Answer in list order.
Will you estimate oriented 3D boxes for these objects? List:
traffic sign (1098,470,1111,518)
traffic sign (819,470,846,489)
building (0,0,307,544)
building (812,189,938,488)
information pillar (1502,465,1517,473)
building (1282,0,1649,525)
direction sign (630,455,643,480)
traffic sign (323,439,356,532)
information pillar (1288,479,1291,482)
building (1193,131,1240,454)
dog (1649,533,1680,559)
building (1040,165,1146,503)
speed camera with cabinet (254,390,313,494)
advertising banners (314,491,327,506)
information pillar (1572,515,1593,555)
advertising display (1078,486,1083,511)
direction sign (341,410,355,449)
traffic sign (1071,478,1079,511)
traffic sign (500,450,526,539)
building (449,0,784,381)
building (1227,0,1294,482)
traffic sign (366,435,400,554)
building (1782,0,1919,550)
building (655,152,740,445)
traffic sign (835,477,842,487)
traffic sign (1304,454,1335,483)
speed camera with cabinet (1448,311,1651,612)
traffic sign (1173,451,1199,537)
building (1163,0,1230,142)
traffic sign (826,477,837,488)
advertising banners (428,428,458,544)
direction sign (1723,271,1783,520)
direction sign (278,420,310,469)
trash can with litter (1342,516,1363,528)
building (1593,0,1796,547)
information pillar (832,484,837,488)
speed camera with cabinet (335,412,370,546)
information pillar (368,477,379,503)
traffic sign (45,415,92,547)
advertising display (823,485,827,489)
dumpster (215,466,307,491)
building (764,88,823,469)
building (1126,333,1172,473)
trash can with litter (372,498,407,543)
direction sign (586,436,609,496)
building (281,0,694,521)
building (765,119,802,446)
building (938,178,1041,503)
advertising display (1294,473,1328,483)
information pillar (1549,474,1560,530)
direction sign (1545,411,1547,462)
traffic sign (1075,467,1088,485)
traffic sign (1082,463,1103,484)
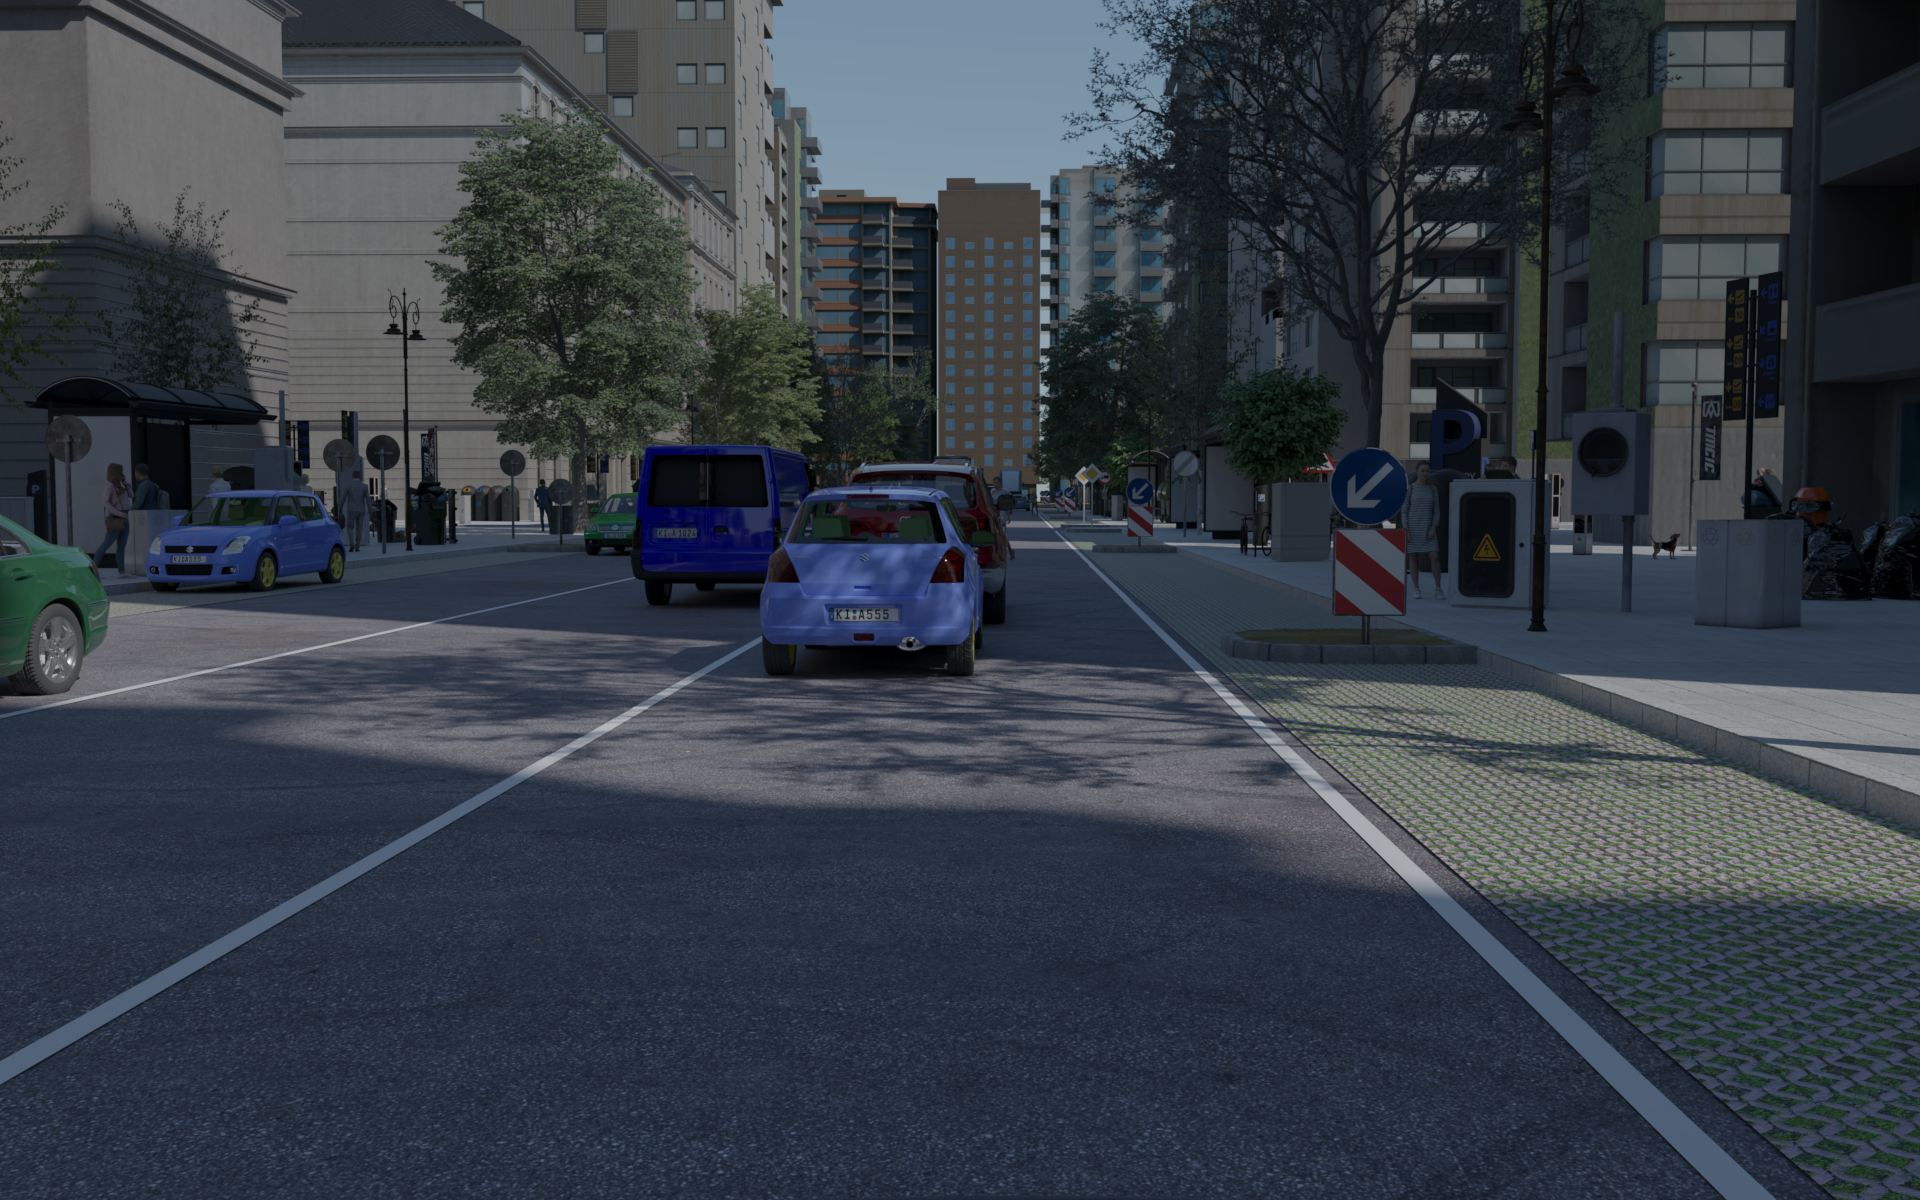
[{"bbox_3d":[7.662,-5.595,91.579,0.768,2.556,0.104,0,4,8],"label":"traffic sign"},{"bbox_3d":[-10.638,-9.209,144.433,2.265,3.308,0.079,0,4,8],"label":"traffic sign"},{"bbox_3d":[-33.363,-12.737,50.052,24.055,21.916,13.314,0,4,2],"label":"building"},{"bbox_3d":[-17.548,-36.521,251.750,28.867,44.769,22.147,0,4,2],"label":"building"},{"bbox_3d":[14.025,-2.433,44.276,0.304,2.012,0.304,0,4,2],"label":"information pillar"},{"bbox_3d":[23.934,-24.551,85.004,14.086,41.232,14.154,0,4,2],"label":"building"},{"bbox_3d":[-18.476,-6.558,99.217,0.876,3.537,0.379,1,4,18],"label":"direction sign"},{"bbox_3d":[-14.307,-2.436,39.929,0.768,2.556,0.104,0,4,3],"label":"traffic sign"},{"bbox_3d":[8.905,-2.633,47.544,0.304,2.012,0.304,0,4,7],"label":"information pillar"},{"bbox_3d":[25.771,-22.550,140.400,14.160,30.474,14.107,0,4,2],"label":"building"},{"bbox_3d":[13.893,-1.060,34.157,0.540,0.507,0.406,-3,5,-44],"label":"dog"},{"bbox_3d":[26.873,-38.625,251.126,30.456,49.044,23.786,0,4,2],"label":"building"},{"bbox_3d":[-13.188,-2.412,33.771,0.660,3.252,2.038,0,4,-6],"label":"speed camera with cabinet"},{"bbox_3d":[-51.457,-8.805,140.145,2.074,3.025,0.090,0,4,0],"label":"advertising banners"},{"bbox_3d":[13.088,-1.949,36.358,0.304,2.012,0.304,-3,5,-43],"label":"information pillar"},{"bbox_3d":[9.423,-7.949,135.175,0.123,1.923,0.974,-1,4,-20],"label":"advertising display"},{"bbox_3d":[-16.614,-3.373,47.145,0.379,3.537,0.876,0,4,3],"label":"direction sign"},{"bbox_3d":[8.988,-8.189,133.990,0.768,2.556,0.104,0,4,5],"label":"traffic sign"},{"bbox_3d":[-12.823,-3.030,49.644,0.768,2.556,0.104,0,4,5],"label":"traffic sign"},{"bbox_3d":[-32.237,-35.055,162.395,28.713,52.752,27.495,0,4,2],"label":"building"},{"bbox_3d":[32.255,-31.896,110.744,28.713,52.752,27.495,0,4,2],"label":"building"},{"bbox_3d":[-12.373,-2.265,37.141,0.768,2.556,0.104,0,4,6],"label":"traffic sign"},{"bbox_3d":[23.435,-23.960,15.444,21.300,48.544,21.600,0,4,2],"label":"building"},{"bbox_3d":[-25.499,-21.455,136.700,13.634,28.700,20.117,0,4,2],"label":"building"},{"bbox_3d":[-9.396,-8.054,131.792,0.768,2.556,0.104,1,4,11],"label":"traffic sign"},{"bbox_3d":[8.957,-2.634,43.067,0.884,2.594,0.081,0,4,7],"label":"traffic sign"},{"bbox_3d":[6.492,-1.517,19.141,2.038,3.252,0.660,3,4,38],"label":"speed camera with cabinet"},{"bbox_3d":[6.675,-3.134,51.340,0.768,2.556,0.104,0,4,3],"label":"traffic sign"},{"bbox_3d":[31.526,-33.636,169.565,23.786,49.044,30.456,0,4,2],"label":"building"},{"bbox_3d":[-9.469,-7.793,127.518,0.768,2.556,0.104,1,4,11],"label":"traffic sign"},{"bbox_3d":[-13.567,-3.008,45.369,0.090,3.025,2.074,-2,4,-35],"label":"advertising banners"},{"bbox_3d":[8.245,-1.596,18.092,0.379,3.537,0.876,-1,4,-11],"label":"direction sign"},{"bbox_3d":[-20.410,-3.741,53.168,0.876,3.537,0.379,-1,4,-16],"label":"direction sign"},{"bbox_3d":[10.321,-2.017,44.364,0.624,1.170,1.055,-3,5,-40],"label":"trash can with litter"},{"bbox_3d":[24.102,-22.261,47.560,14.154,41.232,14.086,0,4,2],"label":"building"},{"bbox_3d":[-9.443,-7.690,130.219,0.304,2.012,0.304,2,4,33],"label":"information pillar"},{"bbox_3d":[-14.907,-2.945,42.483,0.660,3.252,2.038,-1,4,-13],"label":"speed camera with cabinet"},{"bbox_3d":[-25.340,-4.305,74.875,0.304,2.012,0.304,1,4,14],"label":"information pillar"},{"bbox_3d":[-14.373,-1.702,27.935,0.768,2.556,0.104,0,4,3],"label":"traffic sign"},{"bbox_3d":[-10.134,-7.591,129.331,0.123,1.923,0.974,-1,4,-19],"label":"advertising display"},{"bbox_3d":[-14.746,-1.884,36.559,1.264,1.857,1.865,0,4,2],"label":"dumpster"},{"bbox_3d":[-31.875,-35.762,204.319,30.456,49.044,23.786,0,4,2],"label":"building"},{"bbox_3d":[33.828,-21.708,199.967,27.650,21.520,28.899,0,4,2],"label":"building"},{"bbox_3d":[-15.069,-2.100,45.726,0.624,1.170,1.055,1,4,13],"label":"trash can with litter"},{"bbox_3d":[-13.423,-4.418,64.224,0.876,3.537,0.379,-3,4,-36],"label":"direction sign"},{"bbox_3d":[-28.096,-20.077,104.669,17.030,29.872,44.131,0,4,2],"label":"building"},{"bbox_3d":[-24.657,-30.603,183.959,14.154,41.232,14.086,0,4,2],"label":"building"},{"bbox_3d":[4.263,-36.560,247.871,14.200,45.320,14.600,0,4,2],"label":"building"},{"bbox_3d":[9.967,-2.695,49.276,0.974,1.923,0.123,-1,4,-9],"label":"advertising display"},{"bbox_3d":[21.533,-3.564,62.767,0.304,2.012,0.304,0,4,-6],"label":"information pillar"},{"bbox_3d":[14.261,-3.078,42.323,0.379,3.537,0.876,1,4,15],"label":"direction sign"},{"bbox_3d":[5.246,-4.335,73.067,0.795,2.593,0.064,0,4,2],"label":"traffic sign"},{"bbox_3d":[4.983,-3.847,65.086,0.795,2.593,0.064,0,4,2],"label":"traffic sign"}]
